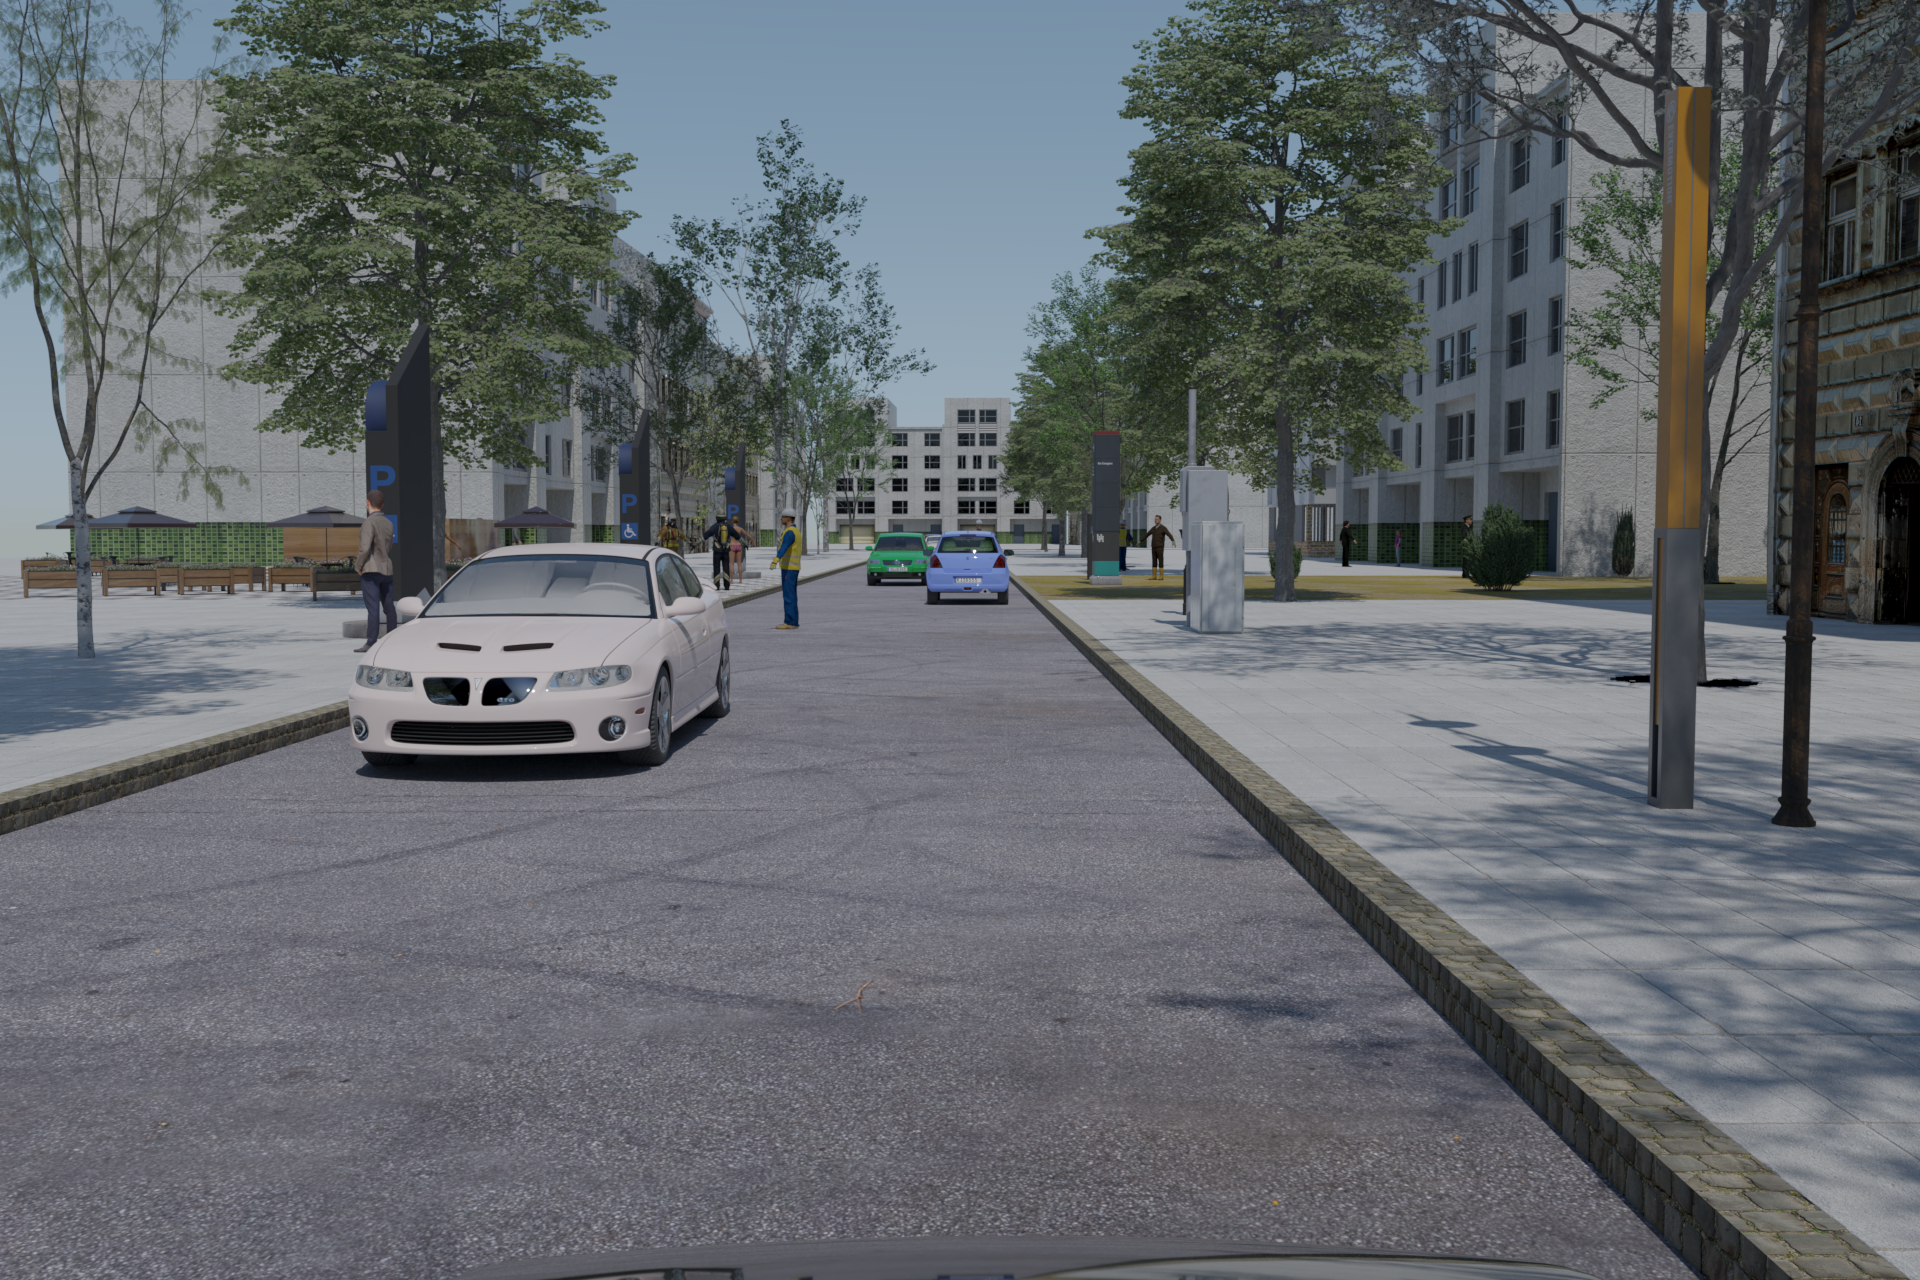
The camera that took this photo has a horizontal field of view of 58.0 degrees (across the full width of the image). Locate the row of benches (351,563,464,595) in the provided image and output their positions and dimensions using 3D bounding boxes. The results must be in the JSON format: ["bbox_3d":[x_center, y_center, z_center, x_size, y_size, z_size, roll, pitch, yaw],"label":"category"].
[{"bbox_3d":[-10.987,-1.288,36.522,4.104,0.672,1.422,1,4,12],"label":"row of benches"}]

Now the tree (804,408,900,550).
[{"bbox_3d":[-8.520,-12.891,136.517,9.928,11.665,9.643,0,3,0],"label":"tree"}]

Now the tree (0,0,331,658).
[{"bbox_3d":[-9.238,-4.131,17.909,4.360,8.622,3.978,0,3,0],"label":"tree"}]

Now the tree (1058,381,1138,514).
[{"bbox_3d":[6.272,-8.179,84.084,4.360,8.622,3.978,0,3,0],"label":"tree"}]

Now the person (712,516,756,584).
[{"bbox_3d":[-5.818,-2.317,44.685,1.217,1.733,0.721,-2,4,-27],"label":"person"}]

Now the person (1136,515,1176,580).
[{"bbox_3d":[5.478,-2.566,48.100,1.346,1.812,0.704,3,5,42],"label":"person"}]

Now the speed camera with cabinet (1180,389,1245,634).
[{"bbox_3d":[3.365,-1.759,23.090,0.660,3.252,2.038,0,4,0],"label":"speed camera with cabinet"}]

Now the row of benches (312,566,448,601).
[{"bbox_3d":[-10.595,-1.146,34.192,4.104,0.672,1.422,-1,4,-20],"label":"row of benches"}]

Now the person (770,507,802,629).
[{"bbox_3d":[-2.603,-1.084,26.149,0.705,1.833,1.349,0,4,8],"label":"person"}]

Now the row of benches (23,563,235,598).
[{"bbox_3d":[-17.165,-1.259,36.055,4.104,0.672,1.422,-2,4,-30],"label":"row of benches"}]

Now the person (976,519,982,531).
[{"bbox_3d":[0.547,-2.512,49.380,1.347,1.847,0.705,-1,4,-11],"label":"person"}]

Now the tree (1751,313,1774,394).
[{"bbox_3d":[20.484,-7.185,35.598,7.486,12.596,7.792,0,3,0],"label":"tree"}]

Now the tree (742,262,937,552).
[{"bbox_3d":[-8.436,-16.198,120.730,12.611,20.169,13.585,0,3,0],"label":"tree"}]

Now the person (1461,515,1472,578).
[{"bbox_3d":[14.777,-2.719,50.383,0.705,1.837,1.347,2,4,26],"label":"person"}]

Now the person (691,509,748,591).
[{"bbox_3d":[-5.420,-2.047,39.243,1.354,1.856,0.705,-2,4,-25],"label":"person"}]

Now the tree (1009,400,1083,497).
[{"bbox_3d":[6.428,-10.892,112.501,8.767,10.594,7.601,3,5,42],"label":"tree"}]

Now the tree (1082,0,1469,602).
[{"bbox_3d":[5.837,-6.987,32.358,7.486,12.596,7.792,0,3,0],"label":"tree"}]

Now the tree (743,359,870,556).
[{"bbox_3d":[-9.004,-10.761,101.692,9.928,11.665,9.643,0,3,0],"label":"tree"}]

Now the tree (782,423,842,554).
[{"bbox_3d":[-8.847,-9.796,110.521,4.360,8.622,3.978,0,3,0],"label":"tree"}]

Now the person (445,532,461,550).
[{"bbox_3d":[-12.110,-2.058,39.794,0.704,1.843,1.345,3,5,43],"label":"person"}]

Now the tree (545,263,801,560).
[{"bbox_3d":[-9.631,-7.639,59.304,8.767,10.594,7.601,-1,4,-22],"label":"tree"}]

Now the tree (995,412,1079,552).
[{"bbox_3d":[5.860,-11.574,123.653,7.601,10.594,8.767,-2,4,-30],"label":"tree"}]

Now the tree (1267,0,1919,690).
[{"bbox_3d":[6.289,-6.357,14.303,12.009,13.543,11.850,0,3,0],"label":"tree"}]

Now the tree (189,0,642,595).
[{"bbox_3d":[-9.027,-6.779,28.961,7.486,12.596,7.792,0,3,0],"label":"tree"}]

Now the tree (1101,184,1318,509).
[{"bbox_3d":[7.710,-8.277,53.462,7.486,12.596,7.792,0,3,0],"label":"tree"}]

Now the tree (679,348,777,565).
[{"bbox_3d":[-9.544,-7.287,69.508,4.737,8.622,4.395,0,3,0],"label":"tree"}]

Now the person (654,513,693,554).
[{"bbox_3d":[-7.951,-2.576,47.885,0.705,1.858,1.354,3,5,40],"label":"person"}]

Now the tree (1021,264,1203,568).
[{"bbox_3d":[6.110,-8.602,66.393,9.928,11.665,9.643,0,3,0],"label":"tree"}]

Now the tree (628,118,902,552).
[{"bbox_3d":[-9.195,-13.814,81.748,12.611,20.169,13.585,0,3,0],"label":"tree"}]

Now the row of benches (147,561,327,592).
[{"bbox_3d":[-16.257,-1.424,38.739,4.104,0.672,1.422,0,4,7],"label":"row of benches"}]

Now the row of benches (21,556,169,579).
[{"bbox_3d":[-24.564,-2.079,49.449,4.104,0.672,1.422,0,4,-2],"label":"row of benches"}]

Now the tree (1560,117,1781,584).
[{"bbox_3d":[19.260,-7.245,44.216,9.928,11.665,9.643,0,3,0],"label":"tree"}]

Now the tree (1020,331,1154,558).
[{"bbox_3d":[6.841,-10.617,91.713,7.486,12.596,7.792,0,3,0],"label":"tree"}]

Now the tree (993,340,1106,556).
[{"bbox_3d":[5.777,-11.229,101.716,7.486,12.596,7.792,0,3,0],"label":"tree"}]

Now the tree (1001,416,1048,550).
[{"bbox_3d":[6.773,-12.937,137.281,9.928,11.665,9.643,0,3,0],"label":"tree"}]
